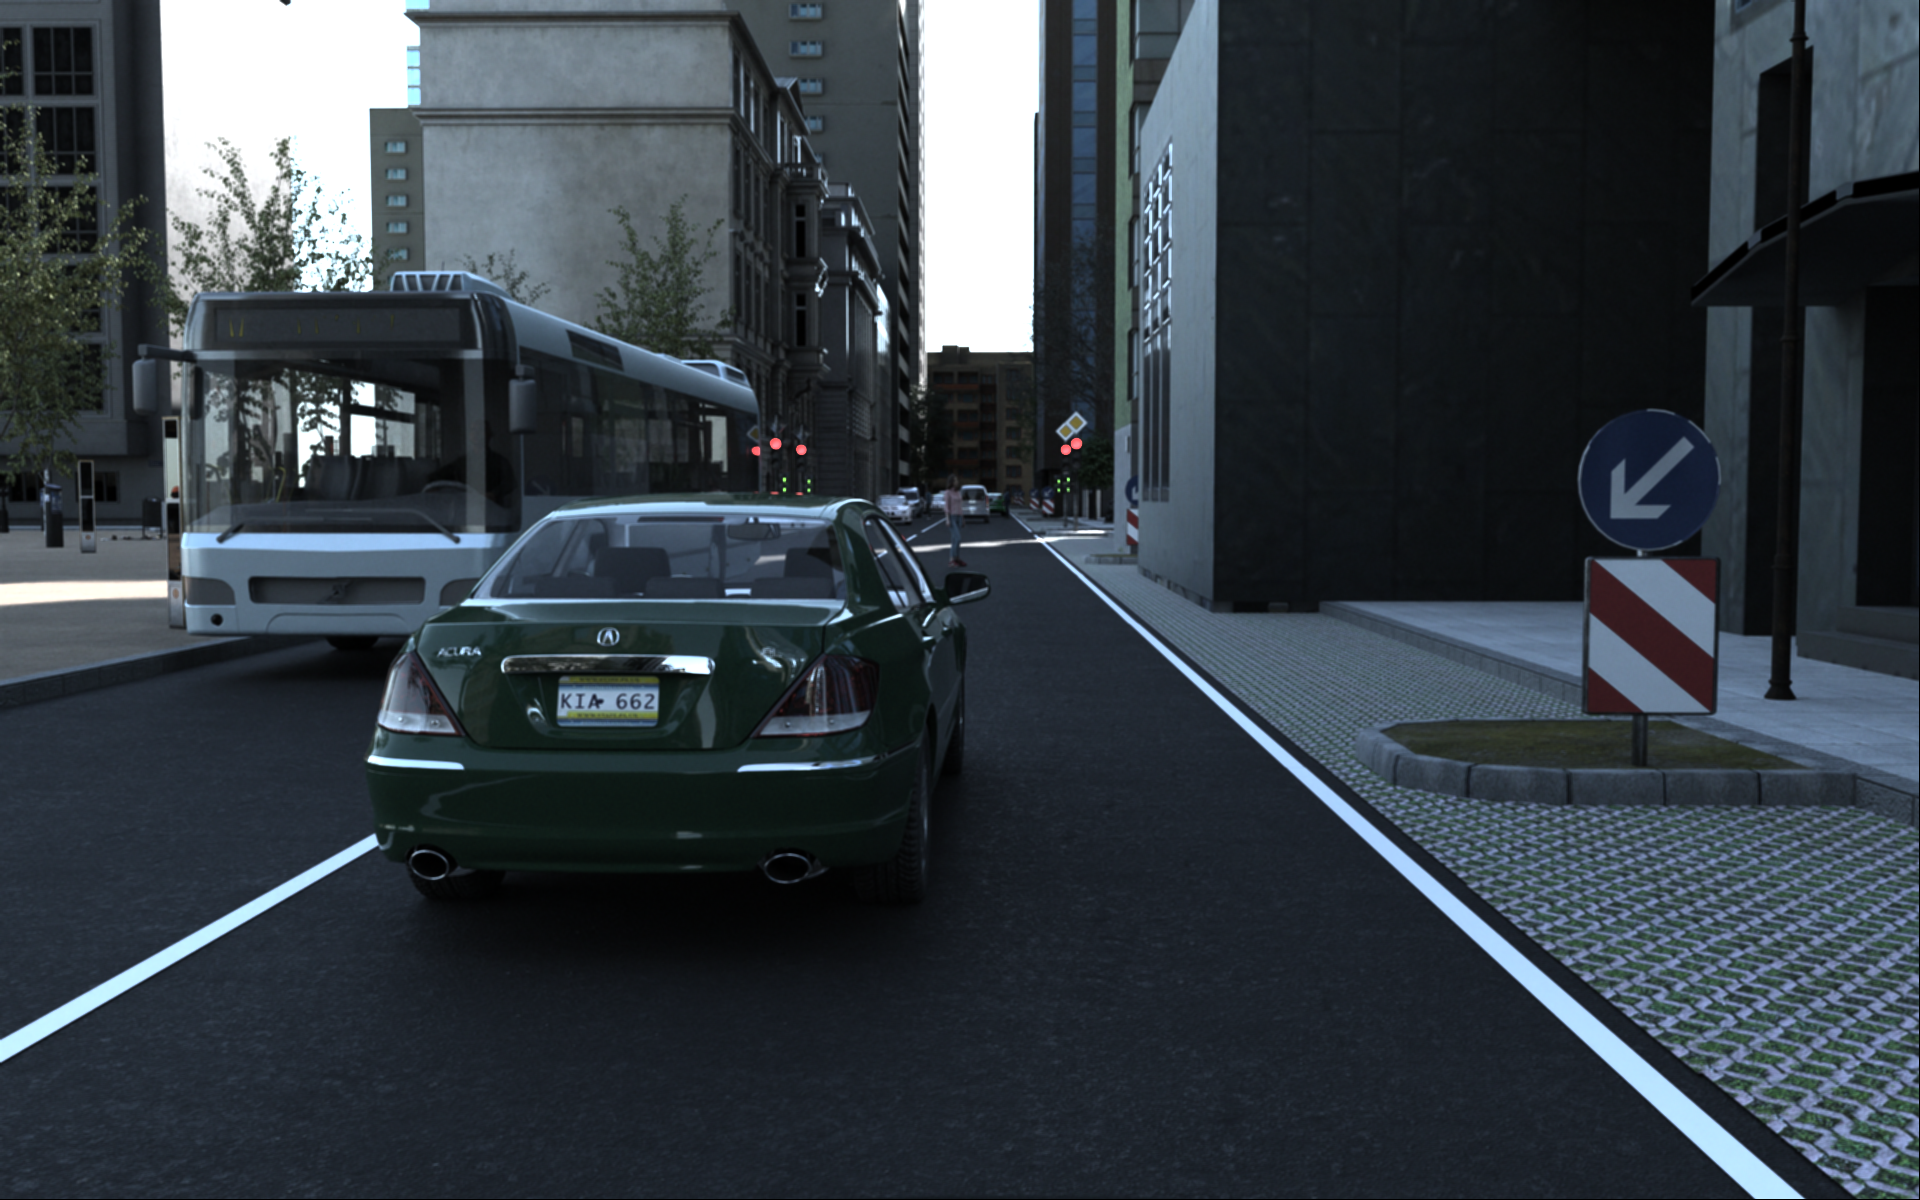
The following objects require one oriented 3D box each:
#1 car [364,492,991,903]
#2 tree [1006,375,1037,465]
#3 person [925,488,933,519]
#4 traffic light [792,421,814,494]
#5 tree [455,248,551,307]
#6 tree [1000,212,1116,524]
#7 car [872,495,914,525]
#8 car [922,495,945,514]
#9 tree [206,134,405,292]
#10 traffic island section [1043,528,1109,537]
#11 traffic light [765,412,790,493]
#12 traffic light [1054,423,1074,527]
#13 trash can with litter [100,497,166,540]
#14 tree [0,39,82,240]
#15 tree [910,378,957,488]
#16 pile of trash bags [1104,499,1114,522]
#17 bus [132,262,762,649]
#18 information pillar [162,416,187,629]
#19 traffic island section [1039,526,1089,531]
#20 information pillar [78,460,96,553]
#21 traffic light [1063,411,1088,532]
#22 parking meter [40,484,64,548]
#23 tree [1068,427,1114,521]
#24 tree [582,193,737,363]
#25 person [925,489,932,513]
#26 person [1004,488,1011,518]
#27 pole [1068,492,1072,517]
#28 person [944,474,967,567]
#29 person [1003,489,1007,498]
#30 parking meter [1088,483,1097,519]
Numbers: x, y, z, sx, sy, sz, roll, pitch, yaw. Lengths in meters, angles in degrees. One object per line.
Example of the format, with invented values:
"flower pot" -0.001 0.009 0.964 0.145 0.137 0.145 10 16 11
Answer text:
"car" -0.950 0.261 7.527 2.131 1.459 4.920 0 4 3
"tree" 7.775 -13.602 148.153 9.928 11.665 9.643 0 3 0
"person" -1.741 -5.452 97.978 0.444 1.785 0.601 0 4 -1
"traffic light" -6.066 -4.765 66.835 0.839 4.253 0.868 0 4 1
"tree" -14.117 -6.180 51.410 4.360 8.622 3.978 0 3 0
"tree" 6.792 -10.078 75.152 12.009 13.543 11.850 0 3 0
"car" -3.204 -4.225 81.443 2.083 1.381 4.827 0 4 0
"car" -1.786 -7.066 127.888 2.083 1.381 4.827 0 4 0
"tree" -14.032 -5.162 34.763 4.737 8.622 4.395 0 3 0
"traffic island section" 3.950 -2.234 58.812 2.009 0.180 2.903 0 4 1
"traffic light" -6.200 -4.277 58.851 0.839 4.253 0.868 0 4 1
"traffic light" 4.044 -4.756 66.683 0.839 4.253 0.868 0 4 1
"trash can with litter" -23.176 -2.305 48.741 1.678 1.210 2.233 3 5 41
"tree" -15.453 -4.715 27.455 4.737 8.622 4.395 0 3 0
"tree" -4.916 -17.460 192.131 9.857 13.997 8.962 0 3 0
"pile of trash bags" 8.290 -4.284 79.804 3.447 1.369 1.912 2 4 24
"bus" -4.460 -1.461 18.748 2.948 3.499 13.247 0 4 2
"information pillar" -7.371 -0.737 16.546 0.304 2.012 0.304 3 4 37
"traffic island section" 4.084 -2.723 66.796 2.009 0.180 2.903 0 4 1
"information pillar" -19.065 -2.038 37.819 0.304 2.012 0.304 -2 4 -29
"traffic light" 3.910 -4.268 58.699 0.839 4.253 0.868 0 4 1
"parking meter" -21.803 -2.035 41.678 0.372 1.533 0.369 0 3 0
"tree" 6.711 -6.165 84.515 4.285 4.588 4.351 0 3 0
"tree" -7.552 -5.671 43.080 4.737 8.622 4.395 0 3 0
"person" -2.374 -7.578 132.499 0.679 1.850 0.850 1 4 23
"person" 2.792 -5.723 102.254 0.419 1.800 0.721 0 4 -6
"pole" 6.089 -6.227 95.651 0.158 3.312 0.155 0 3 0
"person" -0.113 -1.569 34.169 0.388 1.821 0.555 2 4 27
"person" 3.568 -7.650 133.839 0.793 1.790 0.793 3 4 38
"parking meter" 6.799 -5.093 88.979 0.255 1.863 0.399 -3 5 -40
